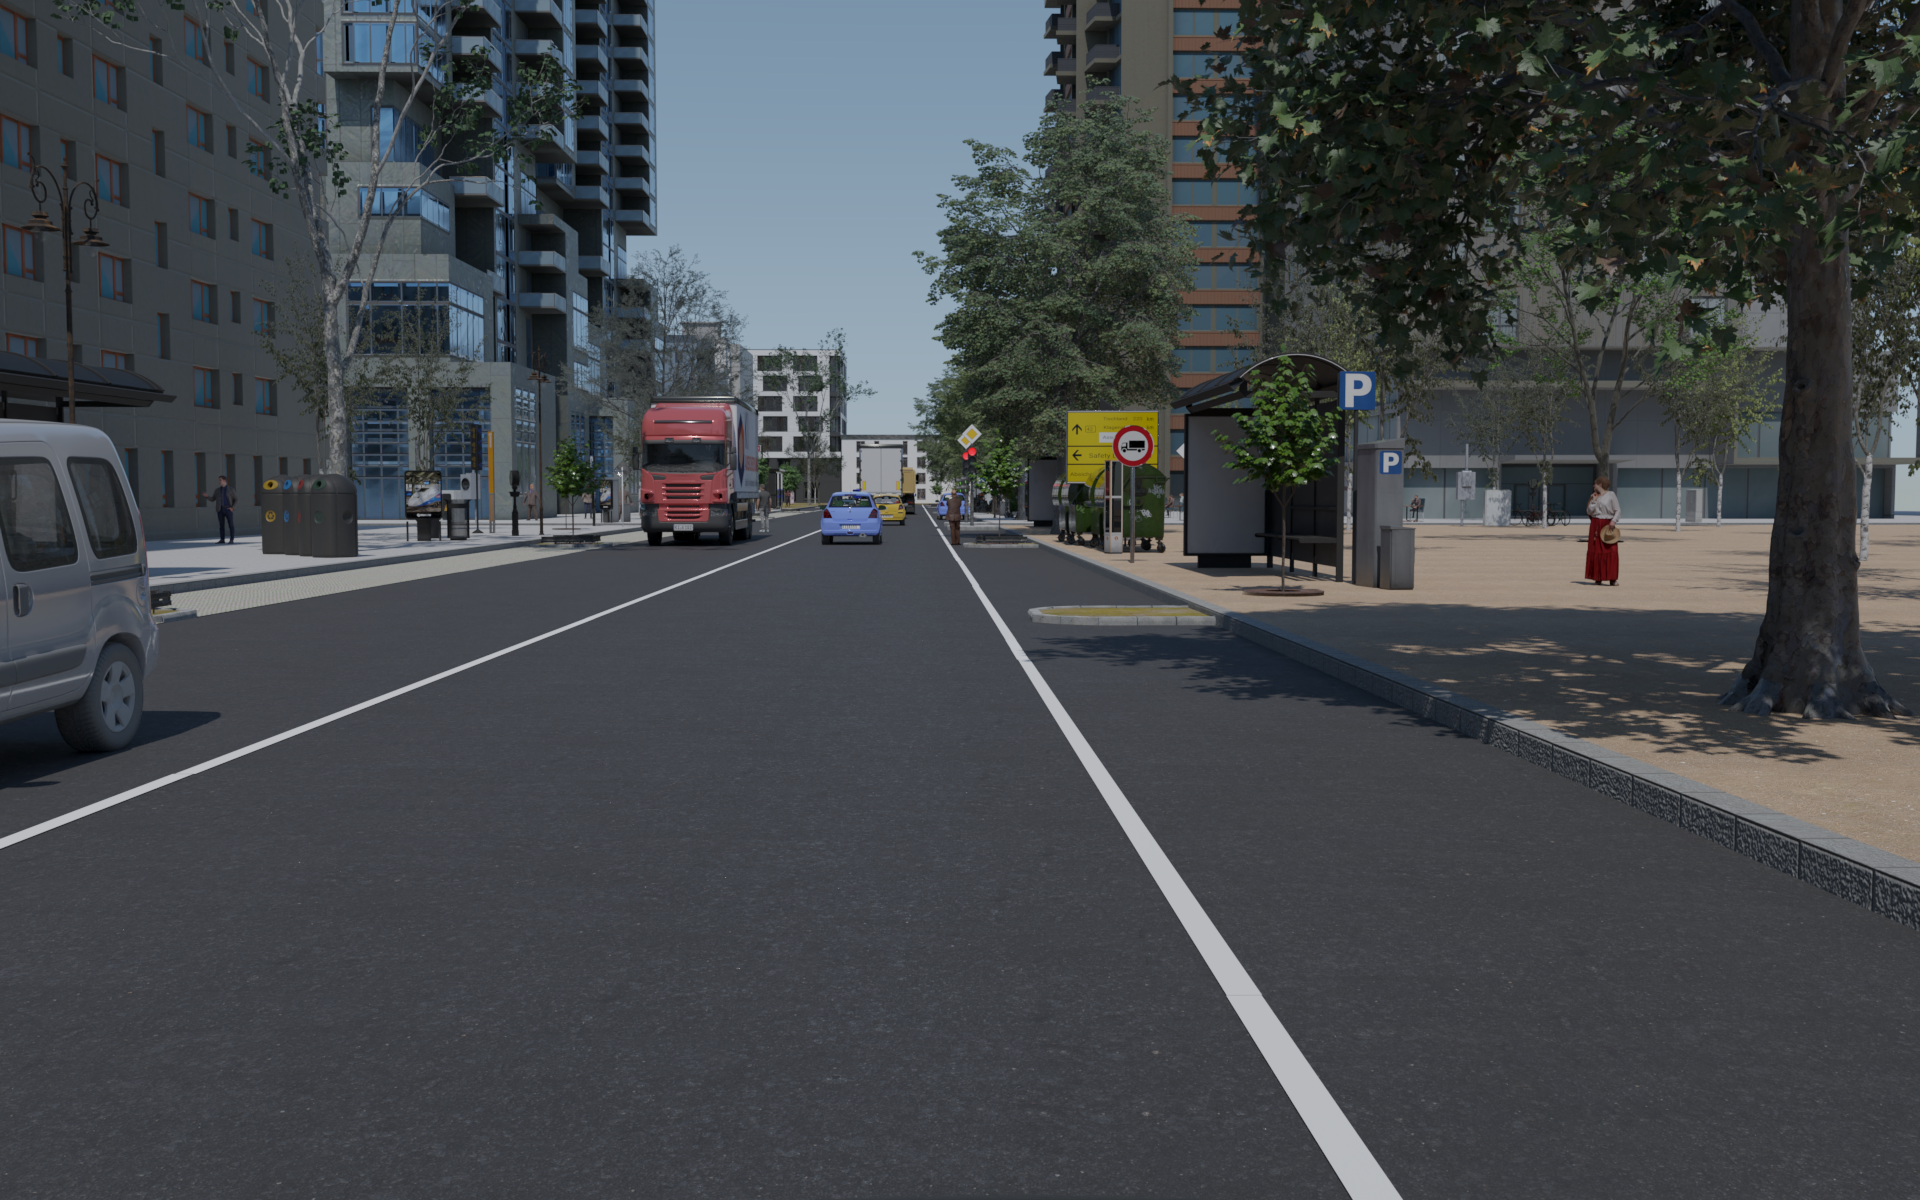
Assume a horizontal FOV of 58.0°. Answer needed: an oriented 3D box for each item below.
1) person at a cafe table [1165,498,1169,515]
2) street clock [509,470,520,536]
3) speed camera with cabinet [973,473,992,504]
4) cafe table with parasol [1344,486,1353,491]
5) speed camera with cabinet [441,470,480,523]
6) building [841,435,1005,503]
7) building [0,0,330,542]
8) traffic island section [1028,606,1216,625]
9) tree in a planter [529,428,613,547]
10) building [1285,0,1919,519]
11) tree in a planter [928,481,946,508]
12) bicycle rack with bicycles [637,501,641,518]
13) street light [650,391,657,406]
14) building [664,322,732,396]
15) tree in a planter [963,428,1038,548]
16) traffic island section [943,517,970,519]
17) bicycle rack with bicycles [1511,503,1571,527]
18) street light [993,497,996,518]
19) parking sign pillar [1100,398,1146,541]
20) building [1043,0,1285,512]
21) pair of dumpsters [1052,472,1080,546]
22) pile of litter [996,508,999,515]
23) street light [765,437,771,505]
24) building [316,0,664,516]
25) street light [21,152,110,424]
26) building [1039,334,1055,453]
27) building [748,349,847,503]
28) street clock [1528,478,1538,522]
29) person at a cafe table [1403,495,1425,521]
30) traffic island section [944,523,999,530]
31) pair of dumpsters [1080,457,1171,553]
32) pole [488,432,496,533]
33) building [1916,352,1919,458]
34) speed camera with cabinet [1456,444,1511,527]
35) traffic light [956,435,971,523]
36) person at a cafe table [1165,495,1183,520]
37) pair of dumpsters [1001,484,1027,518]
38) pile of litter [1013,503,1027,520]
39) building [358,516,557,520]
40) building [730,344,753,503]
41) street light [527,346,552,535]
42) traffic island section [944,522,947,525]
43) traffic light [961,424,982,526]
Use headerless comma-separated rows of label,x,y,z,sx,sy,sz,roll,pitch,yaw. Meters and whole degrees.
person at a cafe table,11.927,-5.915,105.219,1.698,1.524,1.622,-2,4,-35
street clock,-13.590,-2.955,52.880,0.358,2.002,0.471,-2,4,-25
speed camera with cabinet,1.622,-8.245,129.142,0.660,3.252,2.038,-3,4,-37
cafe table with parasol,18.459,-5.020,86.938,2.610,1.966,2.610,2,4,30
speed camera with cabinet,-22.185,-5.045,76.818,2.038,3.252,0.660,2,4,33
building,-2.877,-18.754,248.773,28.070,9.664,9.099,0,4,-1
building,-36.451,-12.364,47.195,28.899,21.520,27.650,0,4,-1
traffic island section,1.791,0.181,19.903,1.991,0.108,1.994,0,4,-1
tree in a planter,-10.550,-3.052,47.116,1.991,3.239,1.994,0,4,-1
building,34.388,-31.168,98.832,27.495,52.752,28.713,0,4,-1
tree in a planter,-2.359,-11.170,179.843,1.991,3.239,1.994,0,4,-1
bicycle rack with bicycles,-15.385,-4.665,89.647,2.852,0.926,2.925,-1,4,-14
street light,-13.732,-6.418,77.729,0.468,5.910,1.993,0,4,-1
building,-32.754,-20.267,187.787,16.016,20.091,11.380,0,4,-1
tree in a planter,1.083,-3.048,47.051,1.991,3.239,1.994,0,4,-1
traffic island section,-0.343,-4.866,102.421,1.991,0.108,1.994,0,4,-1
bicycle rack with bicycles,23.232,-3.438,69.592,2.925,0.926,2.852,-1,4,-15
street light,1.871,-7.361,93.144,0.468,5.910,1.993,0,4,-1
parking sign pillar,4.457,-3.653,48.199,1.447,3.967,1.447,2,4,26
building,18.094,-29.584,138.327,22.147,44.769,28.867,0,4,-1
pair of dumpsters,3.336,-2.580,44.679,1.574,2.255,4.437,0,4,-2
pile of litter,2.833,-5.601,105.549,1.719,0.858,1.176,-2,4,-28
street light,-15.273,-10.093,137.812,0.468,5.910,1.993,0,4,-1
building,-33.759,-49.909,128.686,22.319,86.520,31.000,0,4,-1
street light,-12.259,-3.125,23.885,0.468,5.910,1.993,0,4,-1
building,16.346,-19.260,181.354,16.747,18.905,31.486,0,4,-1
building,-33.489,-25.315,257.870,32.646,21.610,27.936,0,4,-1
street clock,26.201,-4.566,79.227,0.471,2.002,0.358,1,4,13
person at a cafe table,22.011,-4.521,84.774,1.726,1.238,1.698,-2,4,-32
traffic island section,0.501,-2.905,69.782,2.009,0.180,2.903,0,4,-1
pair of dumpsters,3.789,-2.266,39.544,1.574,2.255,4.437,0,4,-1
pole,-15.295,-3.836,56.557,0.158,3.312,0.155,0,3,0
building,63.314,-25.120,94.308,14.086,41.232,14.154,0,4,-1
speed camera with cabinet,20.709,-4.536,68.507,2.038,3.252,0.660,0,4,8
traffic light,0.254,-5.427,77.649,0.839,4.253,0.868,0,4,-1
person at a cafe table,10.960,-5.035,93.176,1.726,1.238,1.698,3,5,40
pair of dumpsters,3.136,-5.626,94.473,1.574,2.255,4.437,0,4,-1
pile of litter,3.454,-4.424,86.305,1.719,0.858,1.176,0,4,-4
building,-33.466,-47.997,97.417,22.319,86.520,31.000,0,4,-1
building,-41.814,-21.125,211.851,31.486,18.905,16.747,0,4,-1
street light,-13.132,-4.978,54.181,0.468,5.910,1.993,0,4,-1
traffic island section,0.295,-3.394,77.764,2.009,0.180,2.903,0,4,-1
traffic light,0.461,-4.939,69.667,0.839,4.253,0.868,0,4,-1
